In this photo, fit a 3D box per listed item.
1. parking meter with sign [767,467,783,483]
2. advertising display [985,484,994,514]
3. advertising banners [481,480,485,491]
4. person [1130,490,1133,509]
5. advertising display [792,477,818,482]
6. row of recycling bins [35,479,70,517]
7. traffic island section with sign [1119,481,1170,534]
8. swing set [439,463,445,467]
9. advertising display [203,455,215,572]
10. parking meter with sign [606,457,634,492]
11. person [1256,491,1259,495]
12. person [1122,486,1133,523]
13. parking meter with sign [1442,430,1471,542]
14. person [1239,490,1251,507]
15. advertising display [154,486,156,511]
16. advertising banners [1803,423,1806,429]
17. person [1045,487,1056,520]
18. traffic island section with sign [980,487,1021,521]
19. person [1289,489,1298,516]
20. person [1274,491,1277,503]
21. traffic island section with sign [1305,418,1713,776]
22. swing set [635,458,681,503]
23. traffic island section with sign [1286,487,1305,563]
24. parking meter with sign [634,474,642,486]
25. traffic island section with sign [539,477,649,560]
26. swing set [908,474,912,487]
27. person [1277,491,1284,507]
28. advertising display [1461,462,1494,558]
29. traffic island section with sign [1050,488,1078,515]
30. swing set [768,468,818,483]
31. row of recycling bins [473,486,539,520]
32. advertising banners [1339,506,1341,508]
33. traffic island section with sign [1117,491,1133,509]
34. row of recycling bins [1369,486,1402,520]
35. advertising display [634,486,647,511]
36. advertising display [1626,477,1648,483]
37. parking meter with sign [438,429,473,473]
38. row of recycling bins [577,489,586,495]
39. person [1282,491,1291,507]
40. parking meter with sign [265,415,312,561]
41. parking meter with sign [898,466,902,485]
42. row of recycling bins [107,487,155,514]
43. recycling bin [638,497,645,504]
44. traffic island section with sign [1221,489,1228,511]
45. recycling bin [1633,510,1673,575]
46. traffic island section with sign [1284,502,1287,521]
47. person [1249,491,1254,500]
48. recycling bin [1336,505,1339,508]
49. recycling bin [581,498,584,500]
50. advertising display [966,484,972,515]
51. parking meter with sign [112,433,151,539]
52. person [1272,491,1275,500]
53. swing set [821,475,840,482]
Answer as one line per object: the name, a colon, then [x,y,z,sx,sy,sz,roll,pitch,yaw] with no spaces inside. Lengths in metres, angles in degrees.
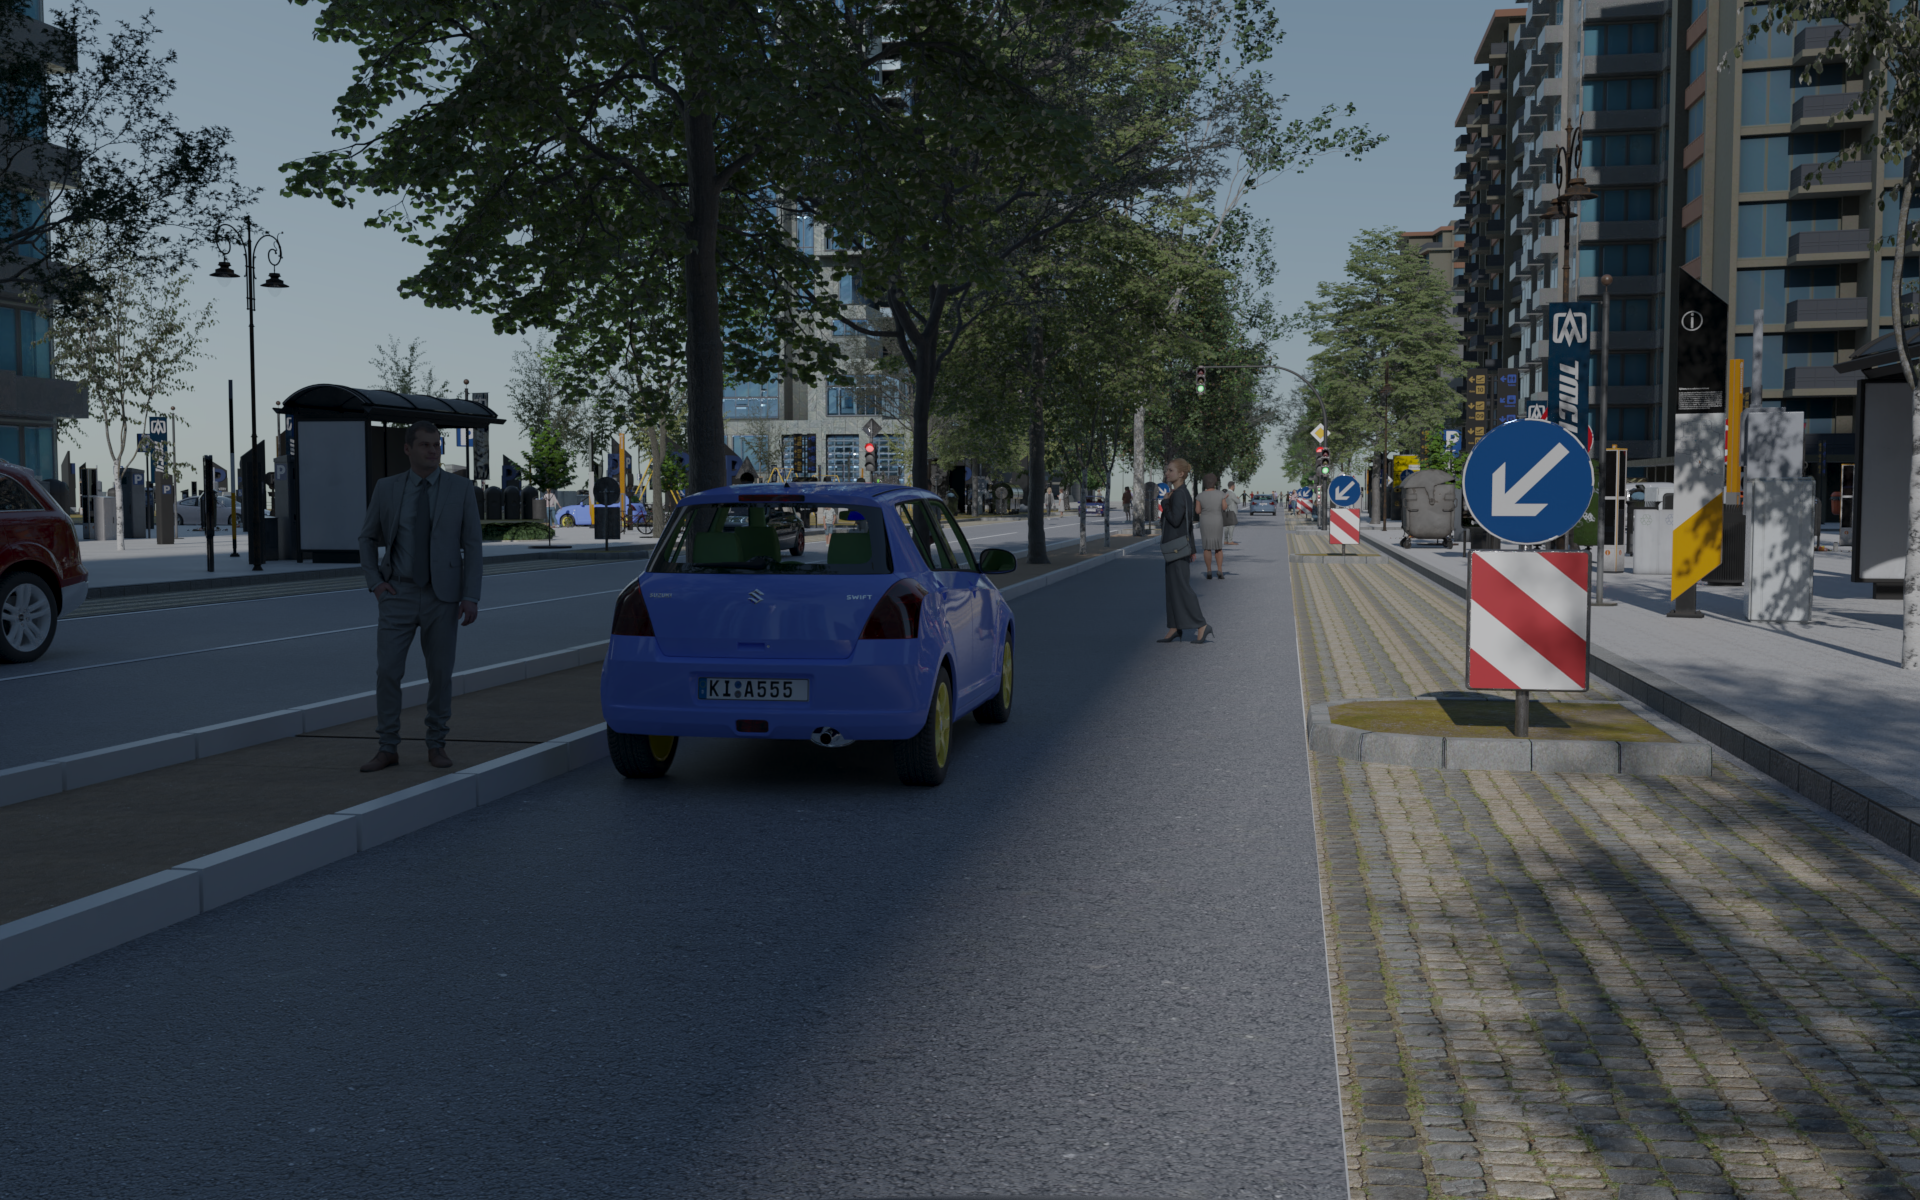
parking meter with sign: [-12.307,-7.178,113.614,0.543,3.016,1.738,-3,5,-42]
advertising display: [2.027,-6.603,113.167,0.974,1.923,0.123,0,4,1]
advertising banners: [-41.897,-9.440,150.527,0.090,3.025,2.074,2,4,30]
person: [15.780,-9.314,160.654,0.709,1.838,0.599,0,4,-1]
advertising display: [-5.833,-3.667,65.174,0.974,1.923,0.123,0,4,-7]
row of recycling bins: [-24.534,-2.335,45.295,1.069,1.692,3.534,0,4,2]
traffic island section with sign: [6.785,-3.315,62.330,2.006,1.907,1.989,1,4,11]
swing set: [-26.744,-5.401,85.922,2.862,2.851,3.119,2,4,27]
advertising display: [-12.501,-1.444,28.829,0.123,1.923,0.974,-2,4,-25]
parking meter with sign: [-16.393,-5.217,81.562,1.738,3.016,0.543,1,4,17]
person: [30.560,-10.288,177.433,1.217,1.743,0.721,-1,4,-15]
person: [8.441,-4.824,87.352,0.573,1.828,0.580,0,4,4]
parking meter with sign: [13.549,-3.059,46.272,0.543,3.016,1.738,-1,4,-15]
person: [30.459,-10.844,185.424,1.348,1.869,0.705,-1,4,-8]
advertising display: [-62.258,-7.855,133.634,0.123,1.923,0.974,0,4,8]
advertising banners: [19.658,-2.836,42.552,2.074,3.025,0.090,0,4,8]
person: [5.067,-5.410,97.130,0.709,1.800,0.728,-1,4,-14]
traffic island section with sign: [2.222,-5.187,93.443,1.989,1.847,2.006,1,4,11]
person: [22.217,-6.490,115.203,0.643,1.750,0.593,-3,5,-43]
person: [40.976,-13.277,225.442,0.709,1.838,0.599,-3,5,-40]
traffic island section with sign: [3.002,-0.074,9.840,1.989,1.847,2.006,1,4,11]
swing set: [-13.392,-4.836,76.696,2.862,2.851,3.119,0,4,-4]
traffic island section with sign: [7.930,-1.695,36.342,1.989,1.847,2.006,1,4,11]
parking meter with sign: [-27.939,-9.273,147.867,0.543,3.016,1.738,2,4,35]
traffic island section with sign: [-8.031,-1.825,38.469,1.989,1.847,2.006,1,4,11]
swing set: [-3.110,-9.156,147.315,3.119,2.851,2.862,1,4,16]
person: [36.330,-11.407,195.726,1.217,1.735,0.721,-1,4,-13]
advertising display: [10.363,-1.795,34.570,0.123,1.923,0.974,-1,4,-22]
traffic island section with sign: [7.234,-6.835,120.384,1.989,1.847,2.006,1,4,11]
swing set: [-10.583,-6.554,104.776,2.862,2.851,3.119,1,4,16]
row of recycling bins: [-22.937,-4.886,86.994,3.534,1.692,1.069,-2,4,-26]
advertising banners: [23.436,-6.751,106.560,0.090,3.025,2.074,1,4,17]
traffic island section with sign: [16.399,-9.842,169.543,1.989,1.847,2.006,1,4,11]
row of recycling bins: [22.546,-5.177,91.758,1.069,1.692,3.534,0,4,-1]
advertising display: [-24.398,-7.768,132.223,0.974,1.923,0.123,1,4,14]
advertising display: [26.033,-3.771,66.877,0.974,1.923,0.123,2,4,25]
parking meter with sign: [-12.924,-2.956,44.599,0.543,3.016,1.738,-2,4,-33]
row of recycling bins: [-33.137,-8.865,152.058,1.069,1.692,3.534,-1,4,-19]
person: [32.211,-9.848,170.233,1.217,1.735,0.721,0,4,1]
parking meter with sign: [-13.041,-2.301,33.890,0.543,3.016,1.738,2,4,27]
parking meter with sign: [-4.552,-6.849,108.246,1.738,3.016,0.543,1,4,12]
row of recycling bins: [-50.187,-5.972,104.757,1.069,1.692,3.534,1,4,13]
recycling bin: [-24.129,-7.186,130.042,0.722,1.027,0.722,3,4,37]
traffic island section with sign: [21.905,-8.278,143.484,2.006,1.907,1.989,1,4,11]
recycling bin: [11.205,-0.934,27.818,0.722,1.027,0.722,1,4,21]
traffic island section with sign: [18.119,-5.043,91.081,1.989,1.847,2.006,1,4,11]
person: [38.899,-13.587,230.587,1.348,1.831,0.705,-3,4,-37]
recycling bin: [29.321,-7.464,134.586,0.722,1.027,0.722,2,4,29]
recycling bin: [-23.684,-5.991,110.505,0.722,1.027,0.722,2,4,30]
advertising display: [0.571,-6.254,107.460,0.123,1.923,0.974,1,4,18]
parking meter with sign: [-24.045,-3.309,50.355,1.738,3.016,0.543,3,4,36]
person: [30.728,-9.893,170.776,0.750,1.759,0.617,1,4,17]
swing set: [-11.269,-8.933,143.679,2.862,2.851,3.119,3,4,37]
